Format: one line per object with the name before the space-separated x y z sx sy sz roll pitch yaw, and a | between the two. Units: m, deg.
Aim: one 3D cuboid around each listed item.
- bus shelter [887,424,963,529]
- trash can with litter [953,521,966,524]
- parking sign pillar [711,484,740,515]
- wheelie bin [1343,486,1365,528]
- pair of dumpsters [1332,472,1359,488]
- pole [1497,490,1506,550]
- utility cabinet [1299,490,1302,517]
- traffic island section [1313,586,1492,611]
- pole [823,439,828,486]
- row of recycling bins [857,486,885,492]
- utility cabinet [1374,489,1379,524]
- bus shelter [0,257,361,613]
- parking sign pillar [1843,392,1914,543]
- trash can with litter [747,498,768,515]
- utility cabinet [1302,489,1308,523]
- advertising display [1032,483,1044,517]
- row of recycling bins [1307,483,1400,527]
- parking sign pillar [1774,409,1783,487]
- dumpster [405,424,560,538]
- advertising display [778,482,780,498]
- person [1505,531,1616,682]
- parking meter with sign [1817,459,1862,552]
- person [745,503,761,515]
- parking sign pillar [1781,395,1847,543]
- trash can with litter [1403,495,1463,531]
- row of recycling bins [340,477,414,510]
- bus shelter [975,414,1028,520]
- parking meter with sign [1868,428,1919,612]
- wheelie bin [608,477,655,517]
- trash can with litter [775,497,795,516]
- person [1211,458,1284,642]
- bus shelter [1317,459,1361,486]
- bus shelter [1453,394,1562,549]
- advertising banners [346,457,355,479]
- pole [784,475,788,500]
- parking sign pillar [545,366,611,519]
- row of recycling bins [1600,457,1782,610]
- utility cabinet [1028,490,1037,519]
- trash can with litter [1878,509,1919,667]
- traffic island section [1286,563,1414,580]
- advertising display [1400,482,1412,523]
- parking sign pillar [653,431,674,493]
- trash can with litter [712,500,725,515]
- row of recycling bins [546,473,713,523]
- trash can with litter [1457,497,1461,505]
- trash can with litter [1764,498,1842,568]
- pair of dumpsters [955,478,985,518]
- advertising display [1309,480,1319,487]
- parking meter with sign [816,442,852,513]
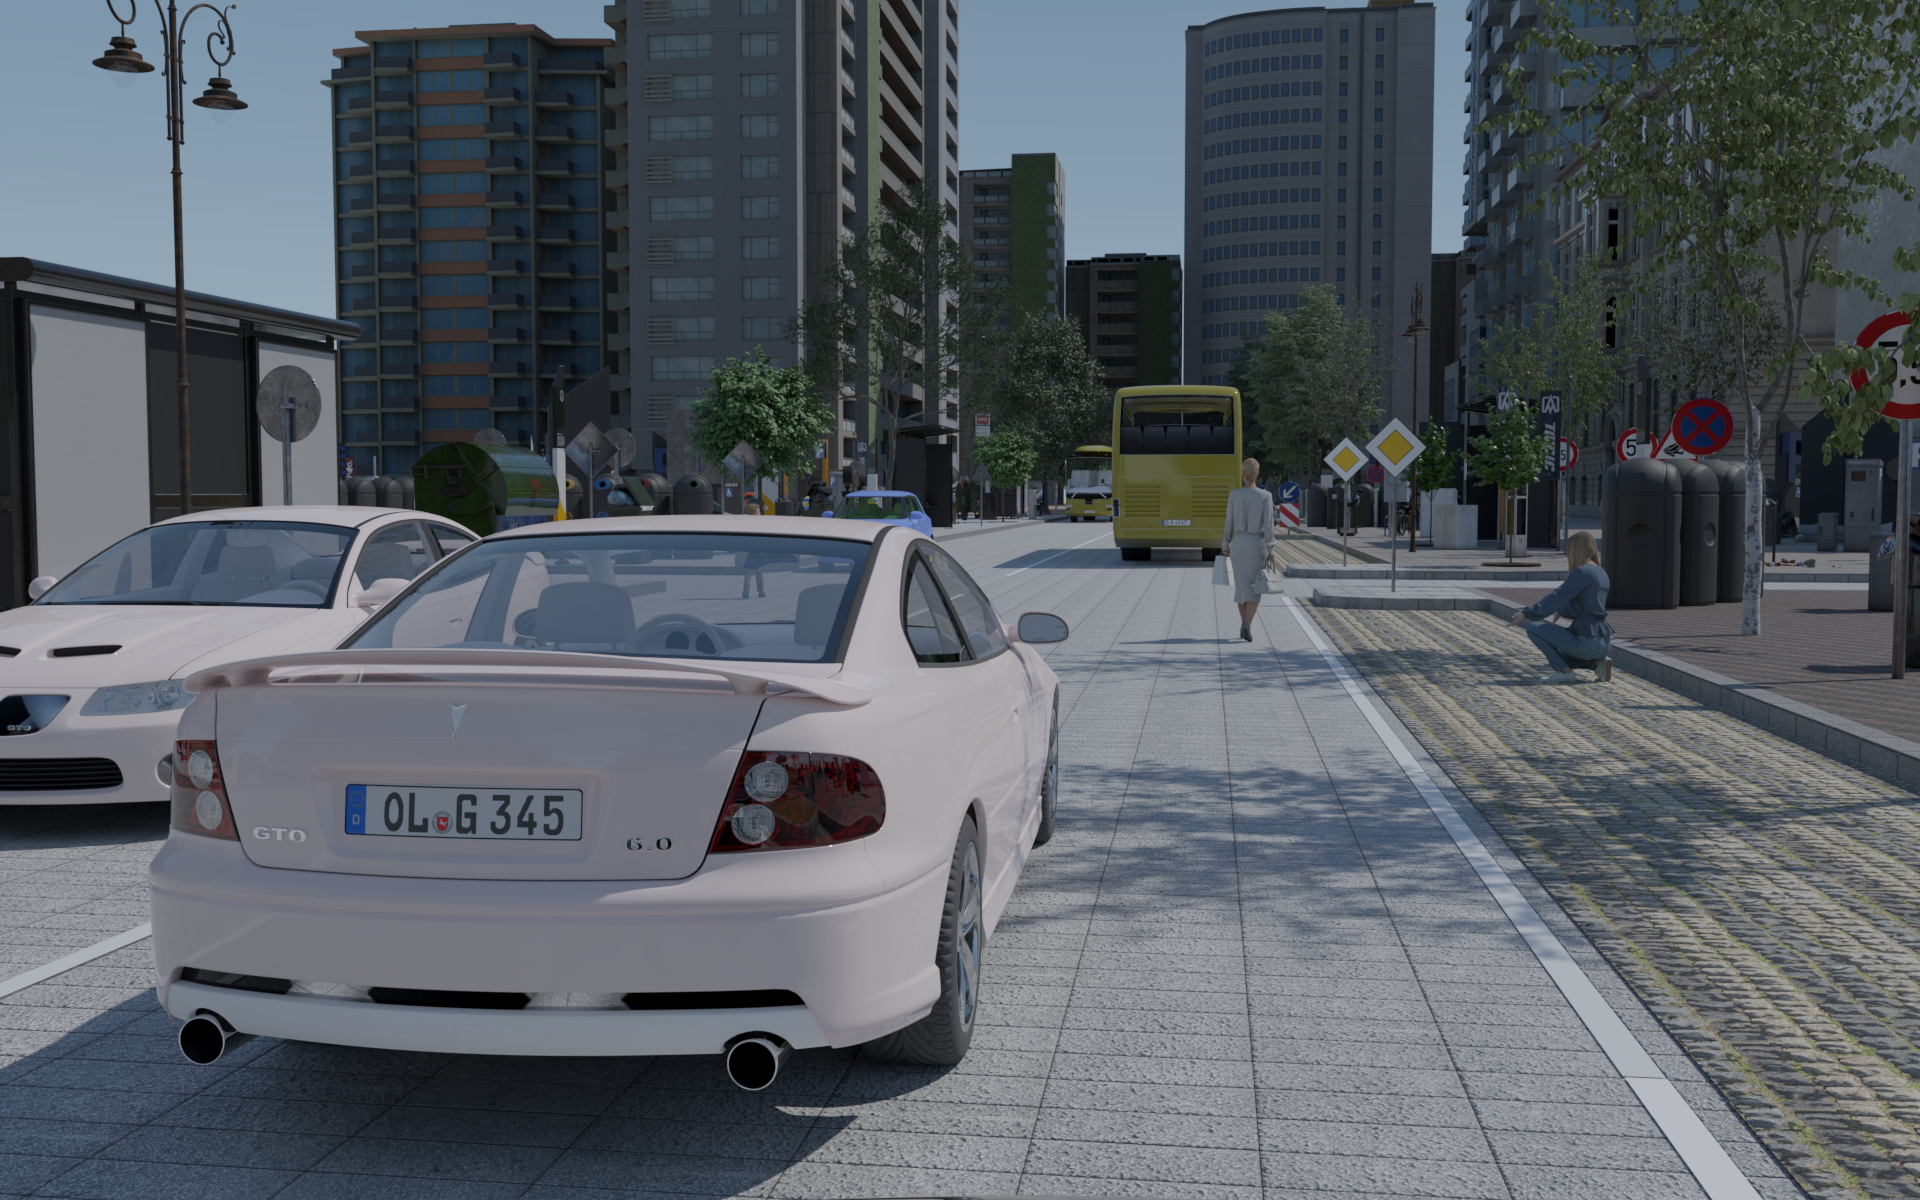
bus shelter | -1.198 -4.277 61.217 1.731 3.624 6.357 1 4 8
trash can with litter | -0.574 -3.869 74.309 1.678 1.210 2.233 0 4 -2
parking sign pillar | -9.245 -4.872 68.133 1.447 3.967 1.447 2 4 35
wheelie bin | 14.968 -3.535 65.709 0.693 1.594 0.980 -1 4 -21
pair of dumpsters | 16.970 -4.605 77.784 1.574 2.255 4.437 0 4 8
pole | 12.509 -2.819 39.926 0.158 3.312 0.155 0 3 0
utility cabinet | 19.599 -5.441 97.638 1.173 1.500 0.318 -3 5 -40
traffic island section | 5.677 -0.021 22.619 2.009 0.180 2.903 0 4 8
pole | -5.008 -4.320 64.483 0.158 3.312 0.155 0 3 0
row of recycling bins | -4.387 -4.772 85.138 1.069 1.692 3.534 1 4 13
utility cabinet | 18.233 -3.995 74.002 1.173 1.500 0.318 -1 4 -23
bus shelter | -8.987 -2.404 16.939 2.179 5.291 8.768 1 4 8
parking sign pillar | 22.486 -3.290 42.260 1.447 3.967 1.447 2 4 26
trash can with litter | -6.010 -2.433 51.174 0.624 1.170 1.055 0 4 -2
utility cabinet | 15.235 -4.068 75.199 0.318 1.500 1.173 0 4 0
advertising display | 4.427 -5.662 97.788 0.123 1.923 0.974 -2 4 -34
row of recycling bins | 15.276 -3.681 67.303 3.534 1.692 1.069 1 4 16
parking sign pillar | 26.479 -4.068 54.992 1.447 3.967 1.447 -2 4 -27
dumpster | -6.635 -1.321 24.096 1.502 2.255 1.985 0 4 8
advertising display | -9.491 -5.217 90.509 0.123 1.923 0.974 0 4 -8
person | 4.561 0.050 13.181 1.012 1.151 0.738 -3 4 -39
parking meter with sign | 19.908 -2.563 38.163 1.738 3.016 0.543 3 4 38
person | -2.854 -0.670 23.733 0.475 1.303 0.640 1 4 9
parking sign pillar | 23.074 -3.524 46.091 1.447 3.967 1.447 -2 4 -25
trash can with litter | 16.139 -3.031 60.618 1.678 1.210 2.233 -1 4 -22
row of recycling bins | -14.174 -2.108 41.579 1.069 1.692 3.534 1 4 21
bus shelter | 2.213 -6.821 89.163 2.179 5.291 8.768 0 4 8
parking meter with sign | 10.809 -1.402 19.180 1.738 3.016 0.543 -2 4 -29
wheelie bin | -6.040 -1.457 31.736 0.693 1.594 0.980 1 4 14
trash can with litter | -11.639 -5.977 108.782 2.233 1.210 1.678 0 4 4
person | 2.785 -0.494 16.924 0.694 1.780 0.624 3 4 38
bus shelter | 18.188 -5.443 82.918 2.014 3.302 5.546 1 4 8
bus shelter | 13.773 -3.213 43.818 1.731 3.624 6.357 1 4 8
advertising banners | -27.862 -5.198 81.176 2.074 3.025 0.090 0 4 4
pole | -10.493 -6.753 104.247 0.158 3.312 0.155 0 3 0
parking sign pillar | -8.014 -2.929 36.369 1.447 3.967 1.447 -2 4 -26
row of recycling bins | 8.649 -0.819 20.511 1.069 1.692 3.534 3 5 43
utility cabinet | 3.694 -4.849 87.966 0.318 1.500 1.173 1 4 9
trash can with litter | 7.437 -0.088 12.828 1.055 1.170 0.624 0 4 2
traffic island section | 6.801 -0.504 30.524 2.009 0.180 2.903 0 4 8
advertising display | 20.077 -4.437 77.753 0.123 1.923 0.974 -2 4 -24
parking sign pillar | -12.338 -5.193 73.379 1.447 3.967 1.447 -1 4 -13
trash can with litter | -6.023 -1.968 43.558 1.055 1.170 0.624 2 4 33
row of recycling bins | -6.621 -1.677 34.534 3.534 1.692 1.069 1 4 10
trash can with litter | 19.029 -3.390 66.812 0.624 1.170 1.055 1 4 21
trash can with litter | 14.594 -1.215 30.930 1.678 1.210 2.233 -2 4 -26
pair of dumpsters | 0.607 -5.547 93.188 1.574 2.255 4.437 0 4 8
advertising display | 16.721 -4.693 81.942 0.123 1.923 0.974 2 4 32
parking meter with sign | -4.022 -3.824 58.787 1.738 3.016 0.543 -3 4 -38
